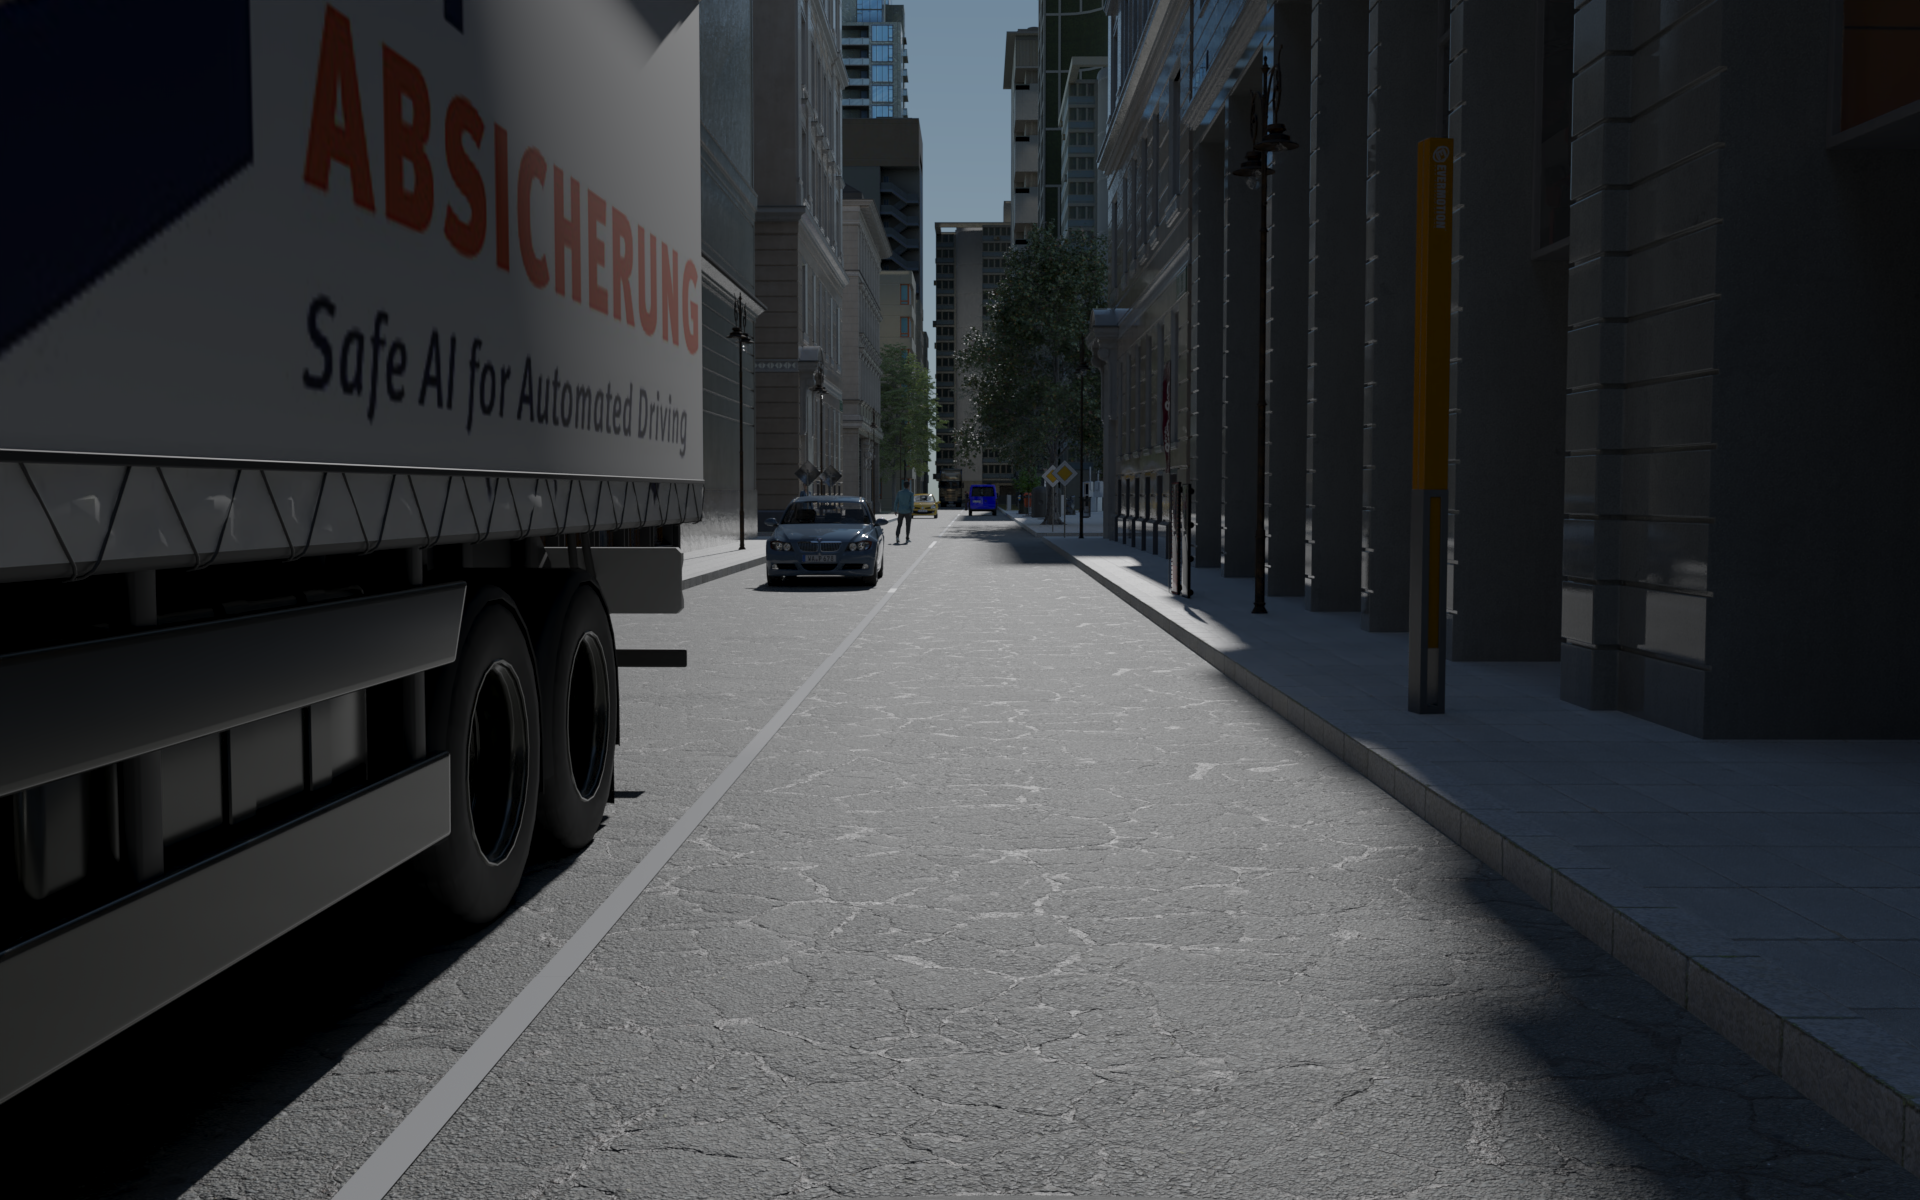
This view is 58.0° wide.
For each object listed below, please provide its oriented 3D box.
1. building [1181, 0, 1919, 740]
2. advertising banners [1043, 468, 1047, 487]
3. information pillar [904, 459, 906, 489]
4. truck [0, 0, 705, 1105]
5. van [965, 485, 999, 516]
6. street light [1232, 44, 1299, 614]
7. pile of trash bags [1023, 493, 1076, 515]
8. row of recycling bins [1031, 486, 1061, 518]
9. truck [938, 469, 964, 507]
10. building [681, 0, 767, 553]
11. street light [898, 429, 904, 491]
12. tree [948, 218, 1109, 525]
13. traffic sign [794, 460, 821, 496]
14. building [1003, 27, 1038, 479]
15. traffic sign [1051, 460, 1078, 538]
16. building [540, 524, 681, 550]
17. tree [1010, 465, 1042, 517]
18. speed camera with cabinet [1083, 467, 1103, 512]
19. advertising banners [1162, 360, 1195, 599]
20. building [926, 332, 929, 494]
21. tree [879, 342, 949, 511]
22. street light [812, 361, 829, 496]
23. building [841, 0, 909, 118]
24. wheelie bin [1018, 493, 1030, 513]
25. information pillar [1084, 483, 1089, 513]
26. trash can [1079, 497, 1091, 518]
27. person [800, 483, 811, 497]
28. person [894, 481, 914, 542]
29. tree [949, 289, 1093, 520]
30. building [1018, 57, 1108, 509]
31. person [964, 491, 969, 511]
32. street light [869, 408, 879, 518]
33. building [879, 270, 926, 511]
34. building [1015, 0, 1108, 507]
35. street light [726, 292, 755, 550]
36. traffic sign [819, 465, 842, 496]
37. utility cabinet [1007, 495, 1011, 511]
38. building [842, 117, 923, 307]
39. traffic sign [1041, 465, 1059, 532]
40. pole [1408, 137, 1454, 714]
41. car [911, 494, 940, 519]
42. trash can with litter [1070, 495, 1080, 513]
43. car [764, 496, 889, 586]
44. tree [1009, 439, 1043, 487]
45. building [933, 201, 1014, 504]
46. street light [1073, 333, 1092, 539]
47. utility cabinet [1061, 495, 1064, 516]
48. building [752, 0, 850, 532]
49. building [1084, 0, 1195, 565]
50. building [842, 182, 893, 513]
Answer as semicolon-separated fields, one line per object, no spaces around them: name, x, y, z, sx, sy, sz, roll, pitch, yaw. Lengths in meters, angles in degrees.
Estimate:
building;9.332;-14.543;15.276;11.434;29.767;29.804;0;4;1
advertising banners;6.080;-7.360;116.522;0.090;3.025;2.074;2;4;30
information pillar;-3.691;-7.660;116.590;0.183;3.616;0.504;0;4;6
truck;-2.756;-0.903;3.675;2.839;4.237;11.283;0;4;2
van;1.494;-6.815;115.814;2.240;2.365;5.245;0;3;0
street light;3.222;-2.792;18.443;0.468;5.910;1.993;0;4;1
pile of trash bags;5.527;-5.923;106.596;3.447;1.369;1.912;1;4;19
row of recycling bins;4.714;-5.385;95.153;1.069;1.692;3.534;1;4;20
truck;-0.992;-12.521;193.634;2.839;4.237;11.283;0;3;0
building;-20.183;-12.794;42.469;30.059;22.955;16.112;0;4;1
street light;-4.222;-9.200;123.199;0.468;5.910;1.993;0;4;1
tree;3.992;-9.484;72.065;9.611;12.733;9.660;0;3;0
traffic sign;-4.473;-2.892;50.921;0.795;2.450;0.064;0;4;1
building;19.357;-37.047;194.953;28.713;52.752;27.495;0;4;1
traffic sign;3.071;-2.886;50.826;0.795;2.450;0.064;0;4;1
building;-11.420;-11.866;23.686;12.332;23.373;15.834;0;4;1
tree;3.963;-7.081;110.379;1.663;3.219;1.824;0;3;0
speed camera with cabinet;9.648;-8.069;126.263;0.660;3.252;2.038;2;4;33
advertising banners;2.768;-1.585;22.099;0.090;3.025;2.074;0;4;-2
building;-17.428;-20.401;178.599;27.650;21.520;28.899;0;4;1
tree;-4.540;-12.953;129.911;7.486;12.596;7.792;0;3;0
street light;-4.810;-5.340;60.092;0.468;5.910;1.993;0;4;1
building;-19.823;-55.940;227.282;31.000;86.520;22.319;0;4;1
wheelie bin;4.250;-6.439;113.183;0.980;1.594;0.693;-3;5;-44
information pillar;8.468;-6.813;115.881;0.304;2.012;0.304;0;4;-6
trash can;6.697;-4.956;92.684;0.748;1.137;0.748;0;3;0
person;-5.024;-2.918;56.236;0.581;1.822;0.654;-2;4;-28
person;-1.675;-2.616;51.291;0.660;1.820;0.620;1;4;17
tree;4.356;-10.821;87.286;12.009;13.543;11.850;0;3;0
building;21.276;-27.931;148.549;32.217;40.220;23.993;0;4;1
person;0.648;-8.648;150.693;0.445;1.727;0.742;-3;5;-44
street light;-4.545;-7.262;91.529;0.468;5.910;1.993;0;4;1
building;-17.392;-18.577;148.765;27.650;21.520;28.899;0;4;1
building;16.018;-44.781;170.414;20.563;71.187;20.611;0;4;1
street light;-5.035;-4.102;39.853;0.468;5.910;1.993;0;4;1
traffic sign;-4.394;-3.380;58.906;0.795;2.450;0.064;0;4;1
utility cabinet;3.773;-7.471;133.317;0.306;1.237;1.020;0;4;-1
building;-11.623;-33.782;202.442;14.200;45.320;14.600;0;4;1
traffic sign;3.150;-3.374;58.811;0.795;2.450;0.064;0;4;1
pole;2.738;-0.992;10.067;0.158;3.312;0.155;0;3;0
car;-2.166;-5.648;102.575;2.015;1.641;3.980;0;4;0
trash can with litter;8.102;-6.707;120.721;1.678;1.210;2.233;2;4;30
car;-2.173;-1.018;28.640;2.014;1.417;4.499;0;4;-1
tree;5.038;-11.285;134.865;4.360;8.622;3.978;0;3;0
building;8.450;-33.045;232.166;23.993;40.220;32.217;0;4;1
street light;3.506;-4.715;49.879;0.468;5.910;1.993;0;4;1
utility cabinet;5.713;-5.581;102.404;0.306;1.237;1.020;3;5;43
building;-11.518;-17.247;67.895;13.634;28.700;20.117;0;4;1
building;10.337;-15.554;40.213;13.634;28.700;20.117;0;4;1
building;-10.053;-15.135;98.368;10.553;20.767;40.483;0;4;1
